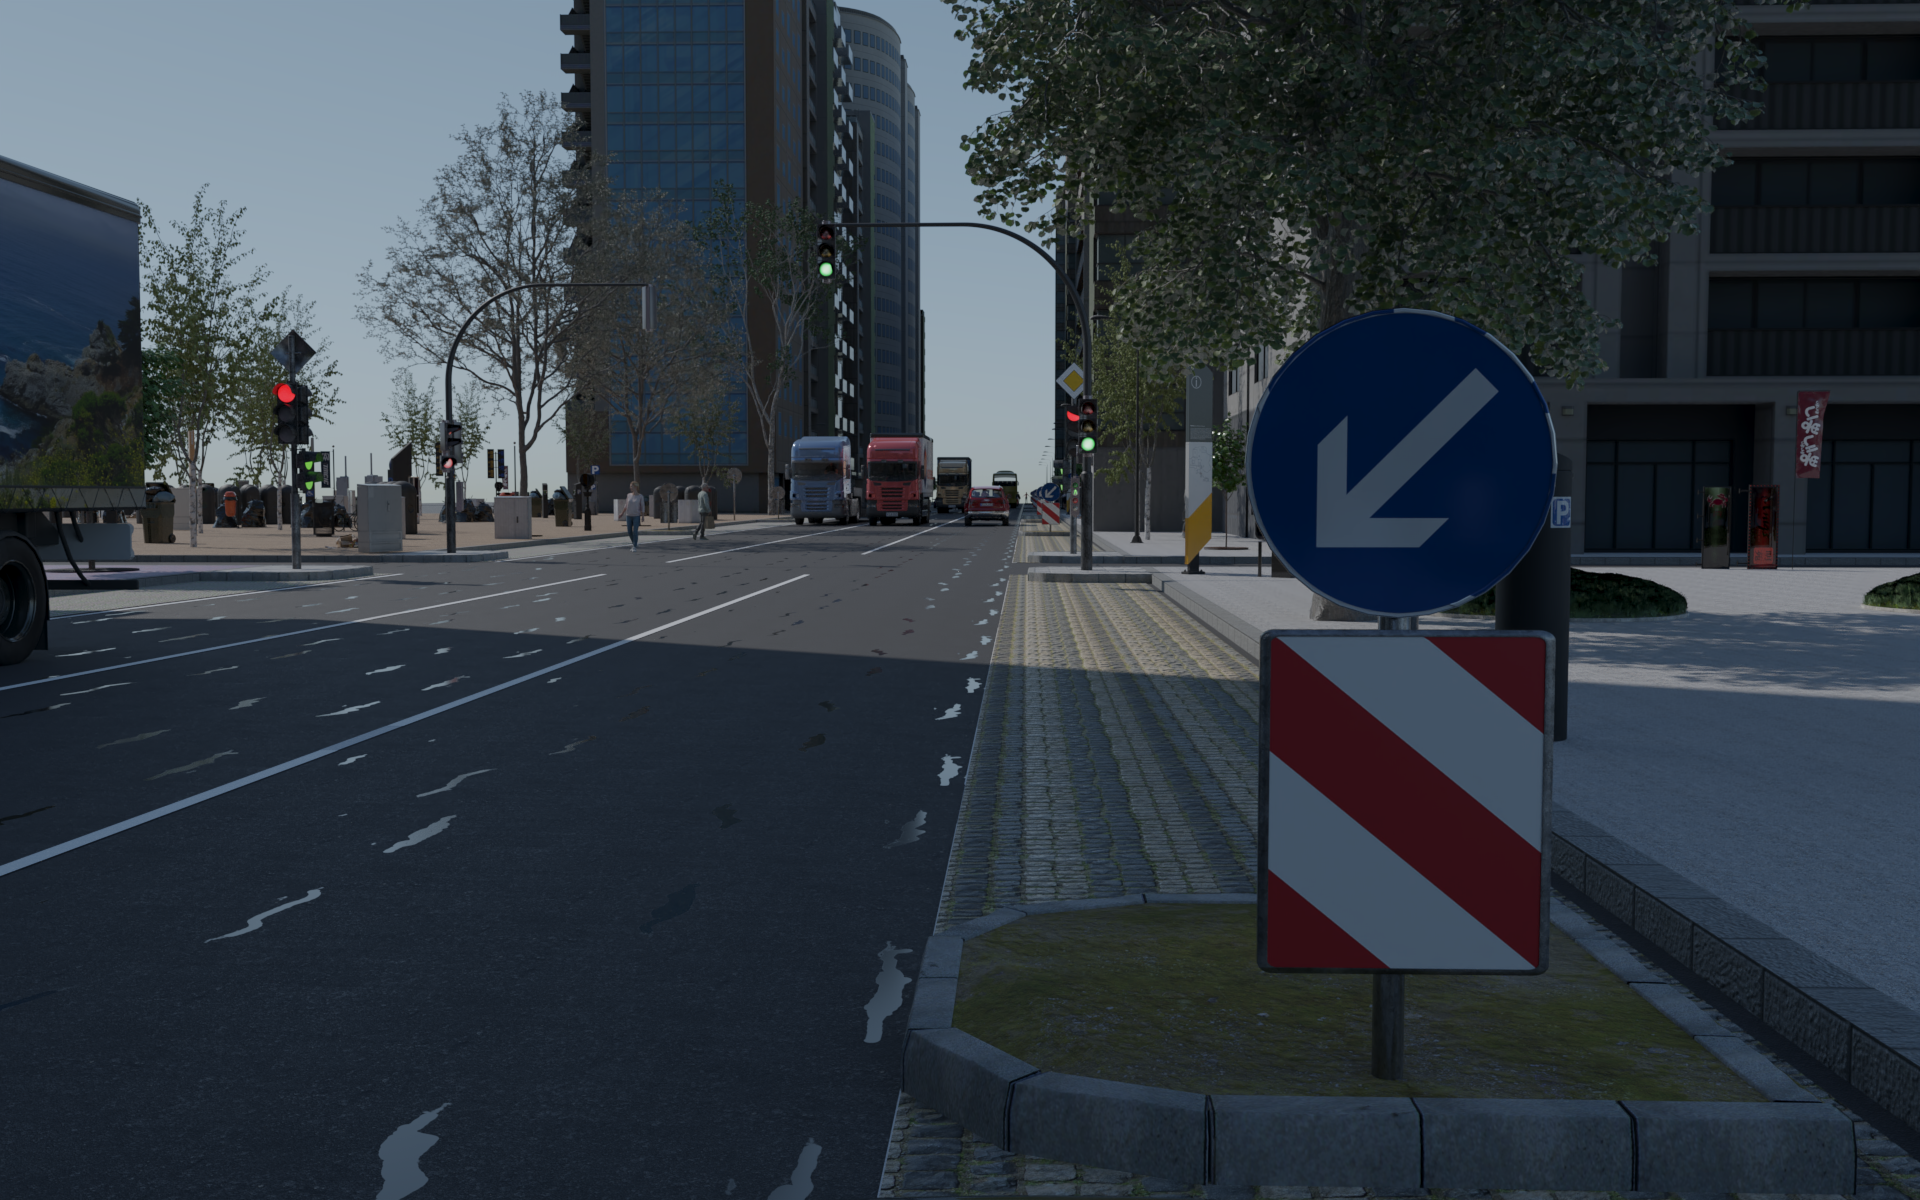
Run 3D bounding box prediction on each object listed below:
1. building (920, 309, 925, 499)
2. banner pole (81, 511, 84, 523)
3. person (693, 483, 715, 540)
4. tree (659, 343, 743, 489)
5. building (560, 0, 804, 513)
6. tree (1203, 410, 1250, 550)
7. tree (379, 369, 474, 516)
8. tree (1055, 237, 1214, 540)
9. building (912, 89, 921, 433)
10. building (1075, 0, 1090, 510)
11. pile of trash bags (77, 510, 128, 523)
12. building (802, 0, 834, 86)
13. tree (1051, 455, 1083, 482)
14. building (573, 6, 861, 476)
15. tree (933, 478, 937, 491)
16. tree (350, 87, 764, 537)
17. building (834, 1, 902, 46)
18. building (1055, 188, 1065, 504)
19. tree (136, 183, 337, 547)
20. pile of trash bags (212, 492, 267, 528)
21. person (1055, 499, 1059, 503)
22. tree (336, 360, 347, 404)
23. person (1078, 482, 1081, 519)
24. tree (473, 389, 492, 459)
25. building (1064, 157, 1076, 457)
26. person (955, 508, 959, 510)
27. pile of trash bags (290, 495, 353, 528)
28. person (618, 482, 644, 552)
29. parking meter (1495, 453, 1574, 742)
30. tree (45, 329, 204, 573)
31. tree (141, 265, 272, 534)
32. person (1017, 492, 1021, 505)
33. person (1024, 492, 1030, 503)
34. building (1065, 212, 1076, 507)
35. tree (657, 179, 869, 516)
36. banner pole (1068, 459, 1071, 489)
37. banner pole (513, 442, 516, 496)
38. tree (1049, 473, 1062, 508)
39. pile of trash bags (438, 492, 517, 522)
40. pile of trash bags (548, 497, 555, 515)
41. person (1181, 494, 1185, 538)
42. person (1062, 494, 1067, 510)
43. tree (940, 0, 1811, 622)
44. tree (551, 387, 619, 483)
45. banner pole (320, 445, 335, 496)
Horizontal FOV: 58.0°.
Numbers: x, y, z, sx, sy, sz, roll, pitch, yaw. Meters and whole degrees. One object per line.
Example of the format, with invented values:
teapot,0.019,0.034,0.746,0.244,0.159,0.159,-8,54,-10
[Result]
building,-12.622,-29.932,261.093,14.160,30.474,14.107,0,4,2
banner pole,-26.591,-3.831,52.648,0.863,3.779,0.401,2,4,35
person,-7.959,-2.741,53.796,0.515,1.767,0.782,-2,4,-33
tree,-11.888,-7.949,80.321,4.360,8.622,3.978,0,3,0
building,-18.691,-28.741,120.027,14.600,45.320,14.200,0,4,2
tree,6.299,-2.777,40.005,1.663,3.219,1.824,0,3,0
tree,-31.712,-9.236,101.365,4.737,8.622,4.395,0,3,0
tree,5.305,-6.006,48.562,4.737,8.622,4.395,0,3,0
building,-16.800,-42.646,239.262,21.231,58.520,28.212,0,4,2
building,19.788,-31.078,131.831,21.300,48.544,21.600,0,4,2
pile of trash bags,-38.800,-4.106,76.884,3.447,1.369,1.912,0,4,-3
building,-17.441,-27.566,134.302,14.154,41.232,14.086,0,4,2
tree,8.367,-8.143,116.858,4.285,4.588,4.351,0,3,0
building,-21.584,-32.887,157.310,23.786,49.044,30.456,0,4,2
tree,-4.878,-17.649,272.271,4.285,4.588,4.351,0,3,0
tree,-13.049,-8.656,51.893,12.009,13.543,11.850,0,3,0
building,-17.799,-40.902,210.747,21.231,58.520,28.212,0,4,2
building,19.773,-33.606,233.048,14.154,41.232,14.086,0,4,2
tree,-18.496,-5.594,41.818,4.737,8.622,4.395,0,3,0
pile of trash bags,-27.526,-3.438,65.969,1.912,1.369,3.447,-1,4,-14
person,8.513,-8.826,151.293,0.436,1.711,0.756,0,4,-2
tree,-24.214,-6.811,61.721,4.737,8.622,4.395,0,3,0
person,6.337,-5.207,90.532,0.648,1.900,0.474,-1,4,-21
tree,-31.830,-9.818,110.884,4.737,8.622,4.395,0,3,0
building,20.535,-34.780,218.767,14.600,45.320,14.200,0,4,2
person,-0.257,-9.054,157.317,1.217,1.735,0.721,1,4,17
pile of trash bags,-23.890,-3.478,66.616,3.447,1.369,1.912,-2,4,-29
person,-8.106,-2.062,42.886,0.731,1.740,0.598,0,4,7
parking meter,3.004,-0.041,9.086,0.372,1.533,0.369,0,3,0
tree,-14.375,-2.754,28.738,4.285,4.588,4.351,0,3,0
tree,-24.641,-6.480,56.318,4.360,8.622,3.978,0,3,0
person,7.420,-12.918,220.265,0.434,1.755,0.990,-2,4,-35
person,9.918,-15.327,259.815,1.217,1.743,0.721,-1,4,-19
building,17.862,-24.919,179.125,14.160,30.474,14.107,0,4,2
tree,-12.064,-15.203,104.455,12.611,20.169,13.585,0,3,0
banner pole,6.777,-7.055,105.367,0.401,3.779,0.863,2,4,31
banner pole,-21.299,-5.684,82.949,0.401,3.779,0.863,-1,4,-14
tree,9.072,-10.015,158.354,1.663,3.219,1.824,0,3,0
pile of trash bags,-22.112,-4.275,79.652,1.912,1.369,3.447,3,5,42
pile of trash bags,-25.384,-5.740,103.599,3.447,1.369,1.912,-2,4,-28
person,6.656,-2.687,50.151,0.728,1.800,0.709,-3,4,-36
person,8.546,-8.037,140.637,0.628,1.438,0.799,-1,4,-20
tree,3.934,-6.762,17.207,9.857,13.997,8.962,0,3,0
tree,-24.059,-9.802,110.621,4.360,8.622,3.978,0,3,0
banner pole,-32.290,-6.034,88.666,0.863,3.779,0.401,-1,4,-17
